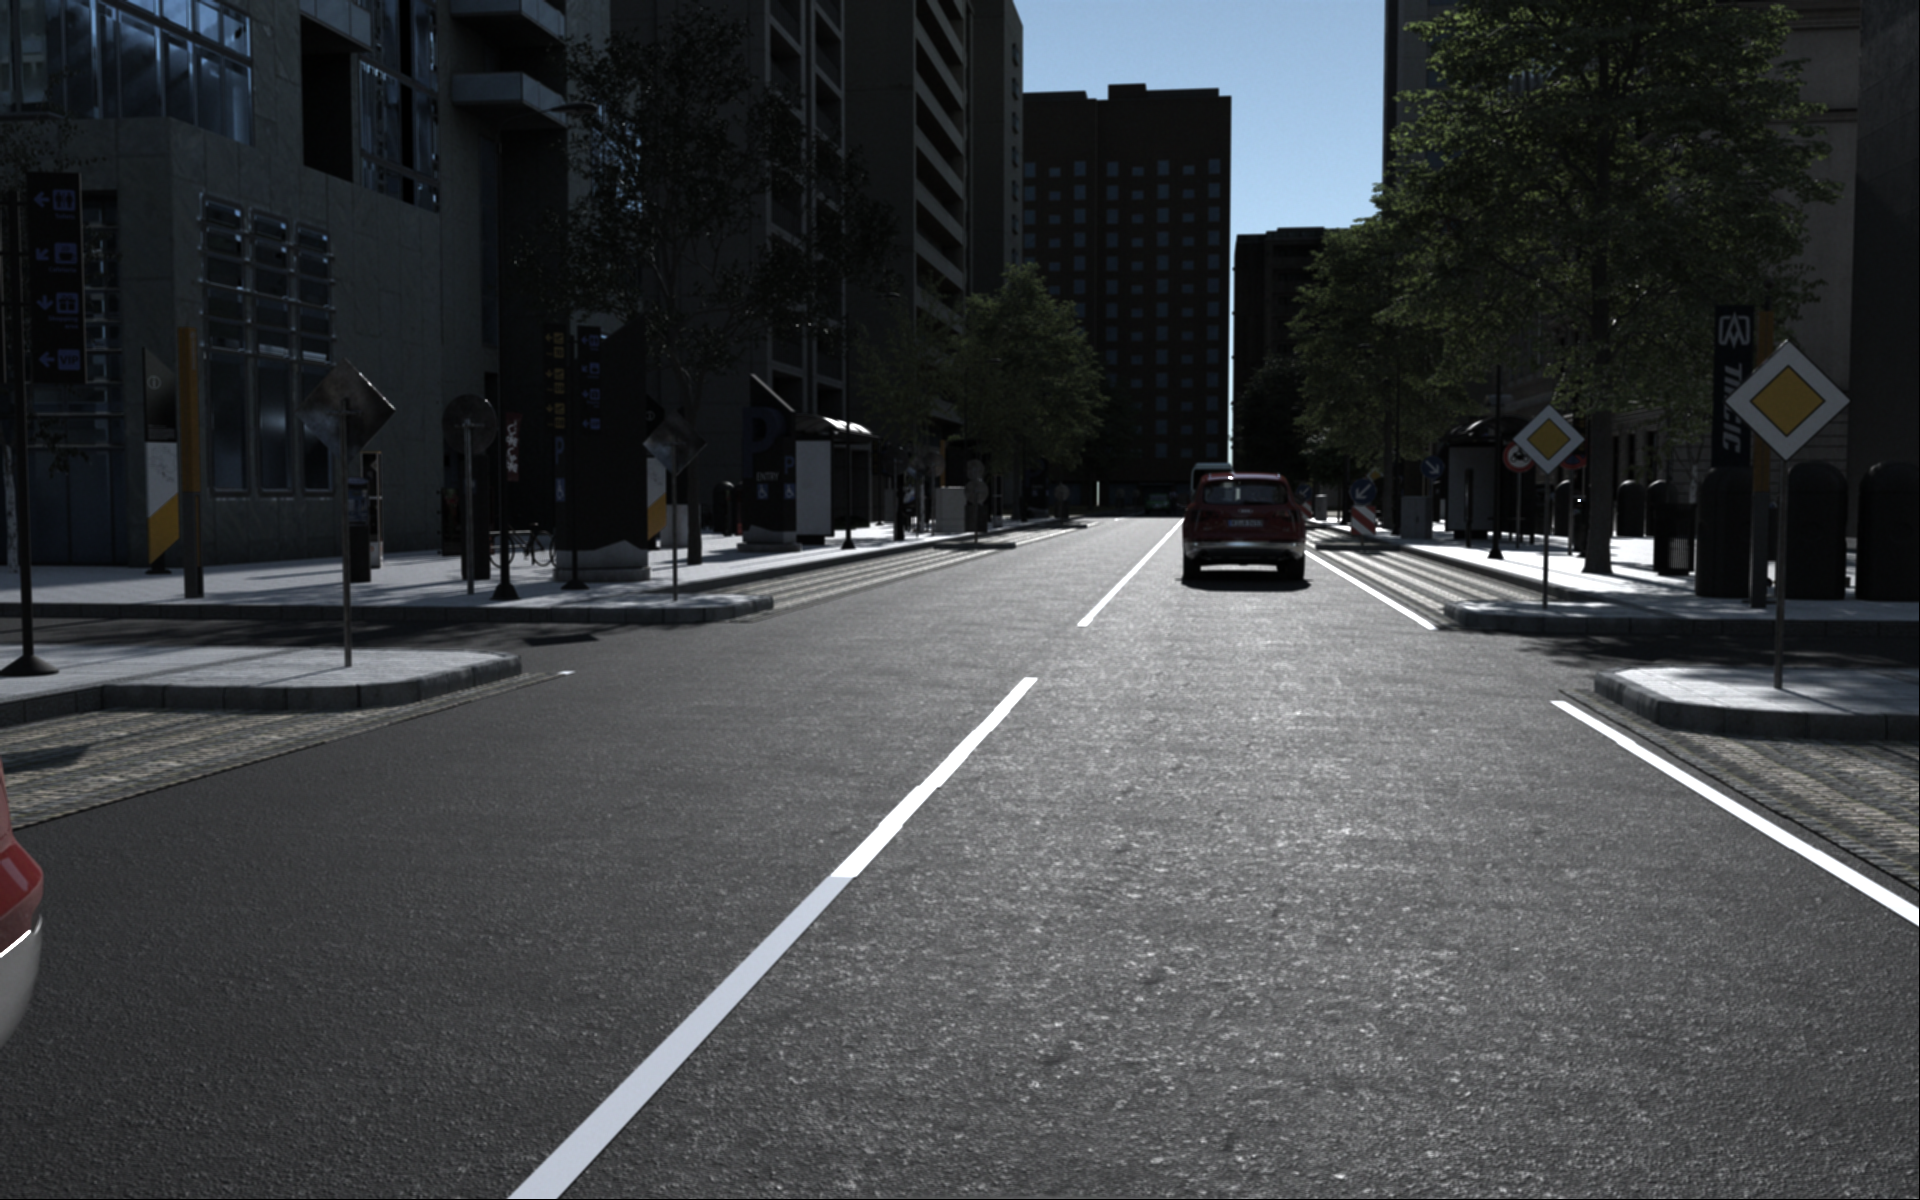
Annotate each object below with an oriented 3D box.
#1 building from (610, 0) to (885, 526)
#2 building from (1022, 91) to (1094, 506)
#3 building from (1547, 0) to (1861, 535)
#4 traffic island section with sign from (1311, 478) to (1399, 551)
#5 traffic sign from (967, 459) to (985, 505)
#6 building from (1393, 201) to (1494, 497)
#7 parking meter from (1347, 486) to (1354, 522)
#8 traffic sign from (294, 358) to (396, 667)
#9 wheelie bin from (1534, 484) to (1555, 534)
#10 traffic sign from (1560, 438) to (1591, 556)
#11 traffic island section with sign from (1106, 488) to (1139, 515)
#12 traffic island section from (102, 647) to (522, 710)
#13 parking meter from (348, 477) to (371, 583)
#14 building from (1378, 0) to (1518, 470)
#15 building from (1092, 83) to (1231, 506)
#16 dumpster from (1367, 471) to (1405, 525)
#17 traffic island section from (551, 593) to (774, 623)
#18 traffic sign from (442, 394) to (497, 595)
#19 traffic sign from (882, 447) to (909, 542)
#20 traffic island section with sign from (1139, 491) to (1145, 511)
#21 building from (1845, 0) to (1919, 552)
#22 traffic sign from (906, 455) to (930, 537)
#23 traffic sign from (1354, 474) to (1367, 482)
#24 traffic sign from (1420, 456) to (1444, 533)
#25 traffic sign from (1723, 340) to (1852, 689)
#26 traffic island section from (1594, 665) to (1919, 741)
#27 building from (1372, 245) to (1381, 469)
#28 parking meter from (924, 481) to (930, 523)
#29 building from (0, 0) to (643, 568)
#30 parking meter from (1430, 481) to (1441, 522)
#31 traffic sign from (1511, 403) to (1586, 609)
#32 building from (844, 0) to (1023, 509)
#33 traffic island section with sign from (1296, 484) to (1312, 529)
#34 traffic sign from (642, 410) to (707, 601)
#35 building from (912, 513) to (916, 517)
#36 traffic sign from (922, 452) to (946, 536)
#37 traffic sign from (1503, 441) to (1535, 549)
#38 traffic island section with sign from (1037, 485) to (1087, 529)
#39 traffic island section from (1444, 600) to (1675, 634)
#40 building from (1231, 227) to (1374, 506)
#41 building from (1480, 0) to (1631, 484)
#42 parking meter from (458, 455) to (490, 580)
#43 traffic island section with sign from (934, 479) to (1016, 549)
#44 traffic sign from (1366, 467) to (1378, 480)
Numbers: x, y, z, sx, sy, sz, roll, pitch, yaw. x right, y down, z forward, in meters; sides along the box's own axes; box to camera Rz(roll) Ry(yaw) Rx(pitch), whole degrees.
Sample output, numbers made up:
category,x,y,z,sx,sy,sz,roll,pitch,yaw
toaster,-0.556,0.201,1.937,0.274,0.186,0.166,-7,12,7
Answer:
category,x,y,z,sx,sy,sz,roll,pitch,yaw
building,-14.027,-39.103,77.584,20.563,71.187,20.611,0,4,8
building,8.455,-33.228,193.384,14.200,45.320,14.600,0,4,8
building,27.892,-12.081,62.152,10.561,19.102,19.286,0,4,8
traffic island section with sign,10.136,-2.183,44.315,1.989,1.847,2.006,0,4,8
traffic sign,0.512,-3.869,63.366,0.768,2.556,0.104,1,4,11
building,44.356,-16.513,115.021,27.650,21.520,28.899,0,4,8
parking meter,18.003,-4.547,80.057,0.399,1.863,0.255,0,4,5
traffic sign,-4.543,-0.561,12.808,0.795,2.450,0.064,0,4,8
wheelie bin,18.676,-2.904,55.389,0.980,1.594,0.693,1,4,23
traffic sign,12.706,-2.195,35.998,0.768,2.556,0.104,1,4,11
traffic island section with sign,11.302,-6.902,121.470,1.989,1.847,2.006,0,4,8
traffic island section,-4.567,0.575,12.873,2.009,0.180,2.903,0,4,8
parking meter,-8.784,-1.027,25.205,0.372,1.533,0.369,0,3,0
building,45.643,-36.743,142.739,21.231,58.520,28.212,0,4,8
building,22.627,-33.151,192.137,14.200,45.320,14.600,0,4,8
dumpster,17.091,-4.119,69.836,1.502,2.255,1.985,0,4,8
traffic island section,-3.436,0.092,20.778,2.009,0.180,2.903,0,4,8
traffic sign,-6.253,-1.343,22.057,0.768,2.556,0.104,1,4,13
traffic sign,-1.749,-2.843,46.588,0.768,2.556,0.104,1,4,17
traffic island section with sign,15.172,-8.554,148.478,1.989,1.847,2.006,0,4,8
building,30.723,-14.442,29.631,24.014,27.812,14.314,0,4,8
traffic sign,-1.261,-3.058,51.180,0.795,2.450,0.064,1,4,17
traffic sign,21.383,-5.672,92.839,0.768,2.556,0.104,1,4,10
traffic sign,15.694,-3.516,57.592,0.768,2.556,0.104,1,4,16
traffic sign,5.398,-0.473,11.371,0.795,2.450,0.064,0,4,8
traffic island section,5.422,0.663,11.445,2.009,0.180,2.903,0,4,8
building,50.990,-25.457,187.918,14.107,30.474,14.160,0,4,8
parking meter,-1.517,-4.339,76.647,0.255,1.863,0.399,1,4,19
building,-22.326,-44.743,44.214,22.319,86.520,31.000,0,4,8
parking meter,21.794,-4.507,79.401,0.399,1.863,0.255,-1,4,-22
traffic sign,6.528,-0.956,19.276,0.795,2.450,0.064,0,4,8
building,-6.011,-32.458,154.382,21.600,48.544,21.300,0,4,8
traffic island section with sign,13.953,-3.815,71.000,1.989,1.847,2.006,0,4,8
traffic sign,-3.412,-1.044,20.713,0.795,2.450,0.064,0,4,8
building,-11.652,-29.650,108.487,21.300,48.544,21.600,0,4,8
traffic sign,-0.820,-3.200,52.433,0.768,2.556,0.104,1,4,14
traffic sign,13.120,-2.481,40.672,0.768,2.556,0.104,1,4,8
traffic island section with sign,4.301,-3.904,72.458,1.989,1.847,2.006,0,4,8
traffic island section,6.553,0.179,19.350,2.009,0.180,2.903,0,4,8
building,37.106,-25.614,190.485,14.107,30.474,14.160,0,4,8
building,32.995,-18.060,81.189,13.634,28.700,20.117,0,4,8
parking meter,-7.288,-1.240,25.990,0.399,1.863,0.255,1,4,18
traffic island section with sign,0.431,-2.253,45.459,1.989,1.847,2.006,0,4,8
traffic sign,17.193,-4.315,71.741,0.795,2.450,0.064,1,4,10
